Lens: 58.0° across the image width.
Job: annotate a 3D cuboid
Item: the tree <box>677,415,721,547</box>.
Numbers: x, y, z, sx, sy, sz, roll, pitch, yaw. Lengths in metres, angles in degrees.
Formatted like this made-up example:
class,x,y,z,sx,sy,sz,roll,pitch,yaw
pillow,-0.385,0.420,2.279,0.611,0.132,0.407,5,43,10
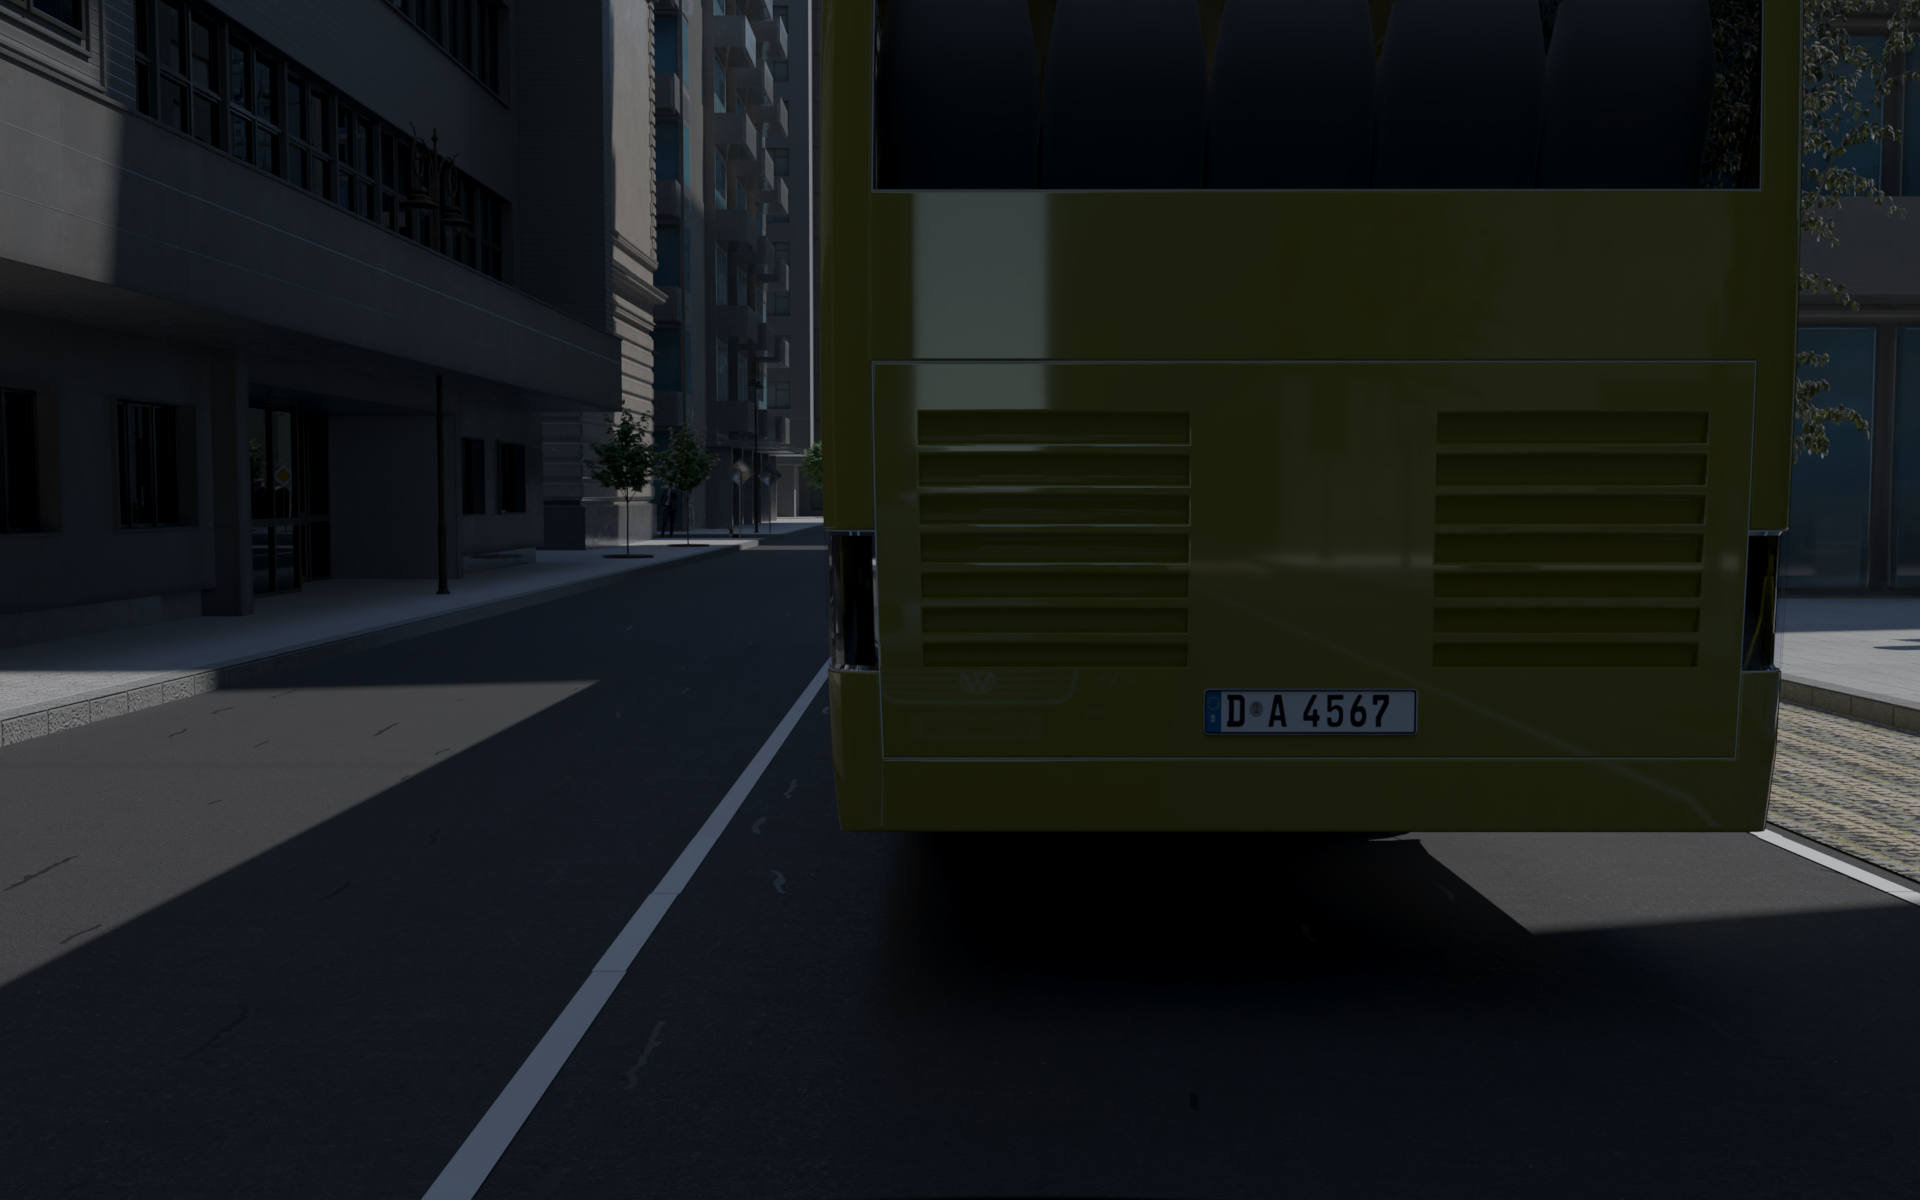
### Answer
class,x,y,z,sx,sy,sz,roll,pitch,yaw
tree,-6.802,-2.922,42.374,1.663,3.219,1.824,0,3,0

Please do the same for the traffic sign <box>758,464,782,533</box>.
class,x,y,z,sx,sy,sz,roll,pitch,yaw
traffic sign,-6.243,-3.257,56.894,0.795,2.450,0.064,0,4,0

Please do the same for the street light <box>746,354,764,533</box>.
class,x,y,z,sx,sy,sz,roll,pitch,yaw
street light,-6.734,-5.159,57.130,0.468,5.910,1.993,0,4,0

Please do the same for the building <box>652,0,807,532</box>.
class,x,y,z,sx,sy,sz,roll,pitch,yaw
building,-18.910,-27.565,70.298,23.786,49.044,30.456,0,4,0

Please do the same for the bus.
class,x,y,z,sx,sy,sz,roll,pitch,yaw
bus,0.915,-1.158,10.485,2.896,3.916,12.252,0,4,0

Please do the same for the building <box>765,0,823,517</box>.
class,x,y,z,sx,sy,sz,roll,pitch,yaw
building,-12.373,-25.516,100.779,14.154,41.232,14.086,0,4,0

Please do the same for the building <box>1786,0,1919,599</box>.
class,x,y,z,sx,sy,sz,roll,pitch,yaw
building,17.771,-25.264,32.672,23.786,49.044,30.456,0,4,0

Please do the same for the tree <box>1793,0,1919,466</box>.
class,x,y,z,sx,sy,sz,roll,pitch,yaw
tree,6.884,-3.994,15.660,4.360,8.622,3.978,0,3,0

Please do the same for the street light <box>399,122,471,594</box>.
class,x,y,z,sx,sy,sz,roll,pitch,yaw
street light,-6.628,-3.012,22.033,0.468,5.910,1.993,0,4,0

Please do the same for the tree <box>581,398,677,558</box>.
class,x,y,z,sx,sy,sz,roll,pitch,yaw
tree,-6.762,-2.472,35.014,1.663,3.219,1.824,0,3,0

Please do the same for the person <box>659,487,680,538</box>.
class,x,y,z,sx,sy,sz,roll,pitch,yaw
person,-8.978,-2.798,53.614,0.648,1.900,0.474,-1,4,-15

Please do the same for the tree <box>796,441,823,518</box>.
class,x,y,z,sx,sy,sz,roll,pitch,yaw
tree,-7.113,-6.651,92.460,4.285,4.588,4.351,0,3,0

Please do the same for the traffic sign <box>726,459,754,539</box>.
class,x,y,z,sx,sy,sz,roll,pitch,yaw
traffic sign,-6.208,-2.769,48.909,0.795,2.450,0.064,0,4,0

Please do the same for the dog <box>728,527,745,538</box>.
class,x,y,z,sx,sy,sz,roll,pitch,yaw
dog,-7.073,-2.115,54.771,0.748,0.427,0.550,1,4,15

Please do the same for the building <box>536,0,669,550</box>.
class,x,y,z,sx,sy,sz,roll,pitch,yaw
building,-17.790,-13.125,43.475,19.941,23.489,11.050,0,4,0

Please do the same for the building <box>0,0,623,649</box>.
class,x,y,z,sx,sy,sz,roll,pitch,yaw
building,-13.276,-12.111,17.084,14.314,24.678,30.058,0,4,0
